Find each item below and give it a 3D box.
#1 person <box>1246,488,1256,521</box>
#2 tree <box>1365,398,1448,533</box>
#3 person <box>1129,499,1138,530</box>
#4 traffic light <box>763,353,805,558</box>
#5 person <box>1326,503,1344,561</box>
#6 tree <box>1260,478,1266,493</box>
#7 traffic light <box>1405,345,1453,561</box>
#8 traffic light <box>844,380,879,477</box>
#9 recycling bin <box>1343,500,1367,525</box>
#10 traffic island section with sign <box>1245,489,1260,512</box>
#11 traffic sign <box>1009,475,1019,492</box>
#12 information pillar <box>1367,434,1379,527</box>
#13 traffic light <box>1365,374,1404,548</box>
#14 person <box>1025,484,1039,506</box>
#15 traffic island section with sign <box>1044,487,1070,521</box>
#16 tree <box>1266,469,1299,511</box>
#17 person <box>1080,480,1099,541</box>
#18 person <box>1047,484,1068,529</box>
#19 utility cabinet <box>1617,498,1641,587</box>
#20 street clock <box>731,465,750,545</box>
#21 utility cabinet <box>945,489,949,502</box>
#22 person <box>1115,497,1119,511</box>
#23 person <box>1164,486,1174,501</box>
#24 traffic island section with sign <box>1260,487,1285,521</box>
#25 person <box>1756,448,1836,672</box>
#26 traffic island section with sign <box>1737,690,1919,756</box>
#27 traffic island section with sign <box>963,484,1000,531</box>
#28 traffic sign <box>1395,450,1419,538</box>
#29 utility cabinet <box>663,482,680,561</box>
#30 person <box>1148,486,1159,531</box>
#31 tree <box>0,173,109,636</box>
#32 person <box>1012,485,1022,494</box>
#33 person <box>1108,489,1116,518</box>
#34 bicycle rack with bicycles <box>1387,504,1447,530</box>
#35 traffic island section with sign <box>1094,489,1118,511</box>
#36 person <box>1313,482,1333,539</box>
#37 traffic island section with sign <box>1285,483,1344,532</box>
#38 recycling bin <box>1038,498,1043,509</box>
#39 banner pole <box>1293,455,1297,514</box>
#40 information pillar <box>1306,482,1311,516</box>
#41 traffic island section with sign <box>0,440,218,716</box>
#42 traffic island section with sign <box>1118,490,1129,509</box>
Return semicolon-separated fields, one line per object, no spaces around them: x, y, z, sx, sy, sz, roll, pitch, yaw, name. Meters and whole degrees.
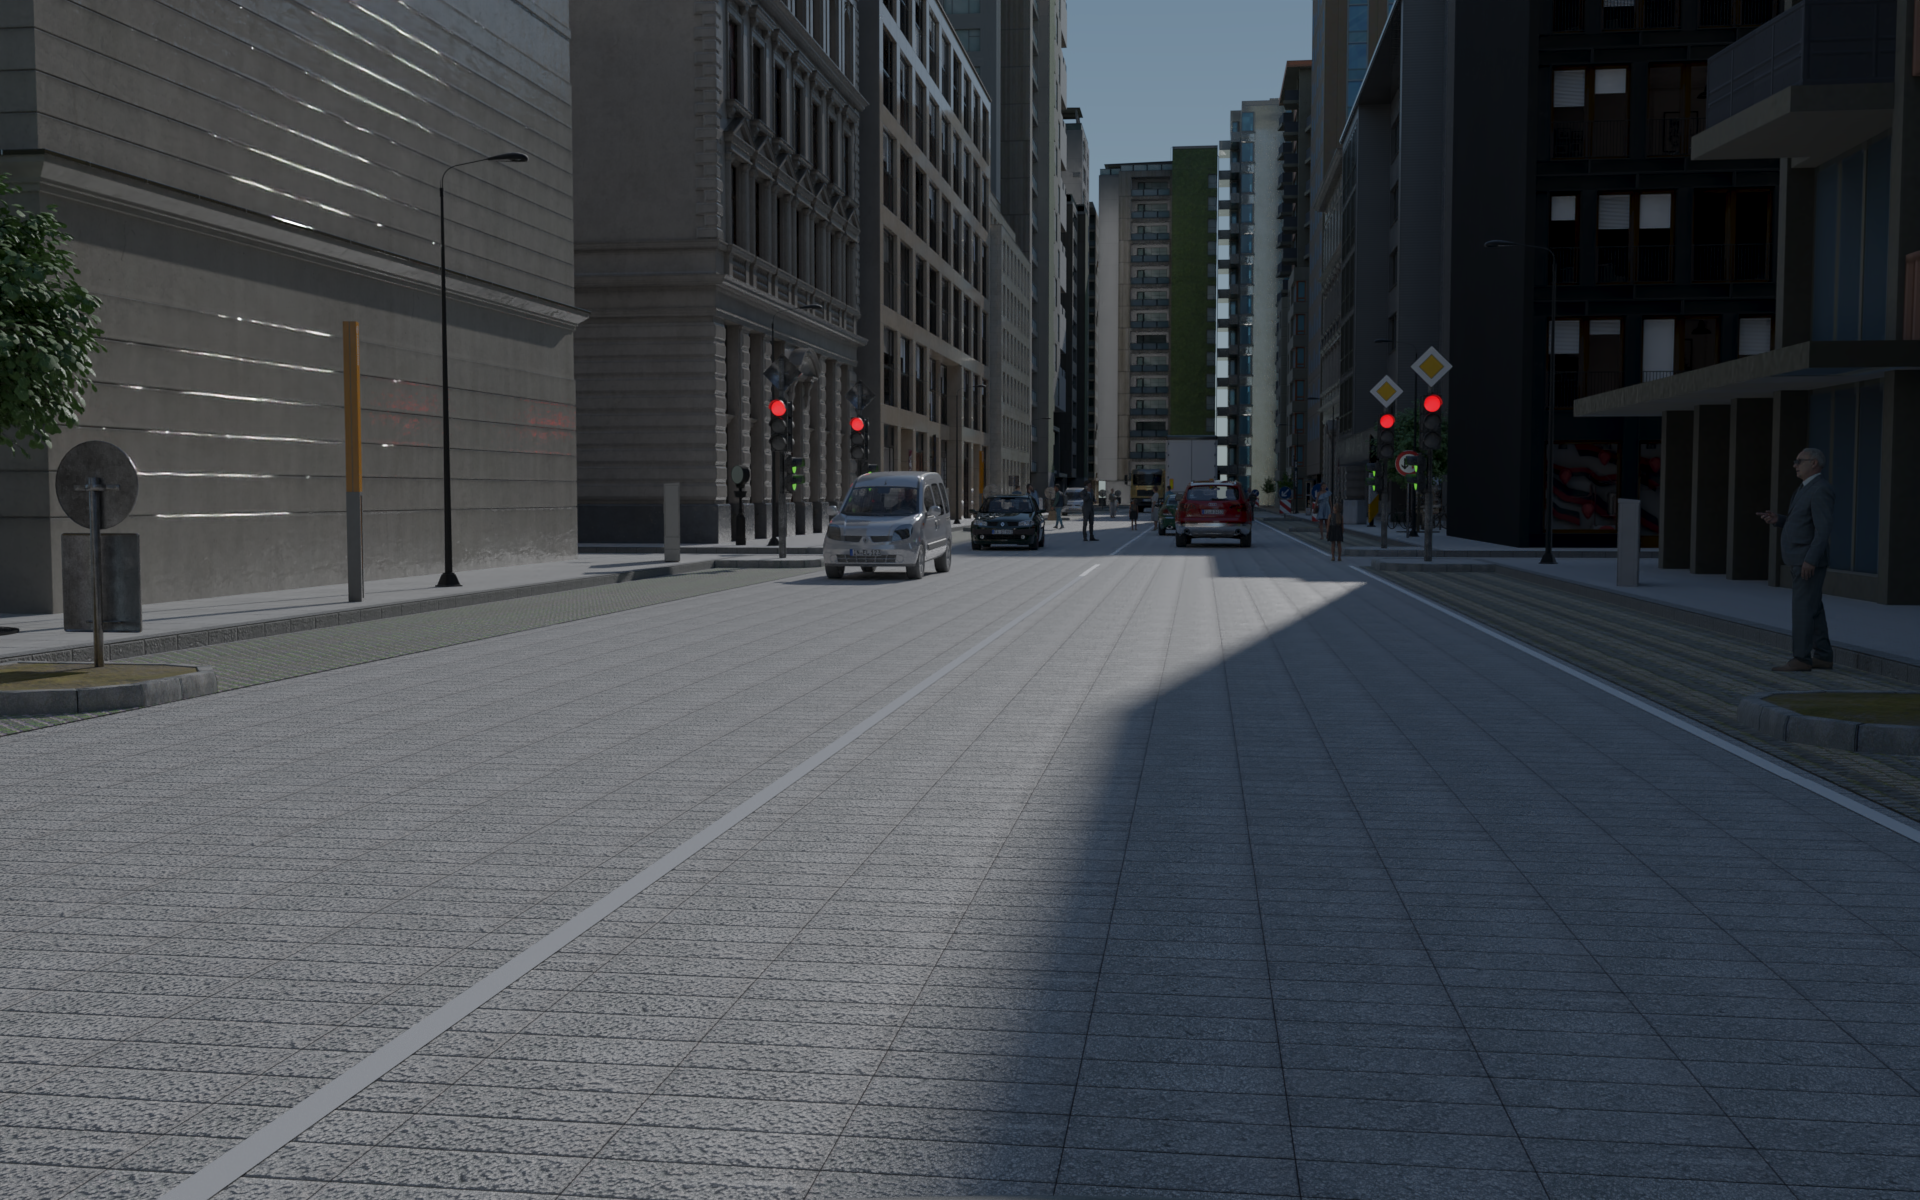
15.484;-5.111;92.468;0.661;1.777;0.834;0;4;-7;person
15.287;-4.544;58.000;4.285;4.588;4.351;0;3;0;tree
6.844;-3.369;68.249;0.362;1.253;0.373;1;4;10;person
-3.540;-2.795;34.612;0.839;4.253;0.868;0;4;8;traffic light
7.999;-1.453;36.928;0.362;1.253;0.373;0;4;5;person
30.006;-10.664;168.955;1.663;3.219;1.824;0;3;0;tree
8.905;-2.690;32.909;0.839;4.253;0.868;0;4;8;traffic light
-2.443;-3.278;42.522;0.839;4.253;0.868;0;4;8;traffic light
16.721;-3.715;73.294;0.722;1.027;0.722;-3;5;-41;recycling bin
24.029;-8.143;141.760;1.989;1.847;2.006;0;4;8;traffic island section with sign
2.948;-5.659;94.651;0.606;2.300;0.079;1;4;15;traffic sign
16.164;-4.668;67.683;0.504;3.616;0.183;-2;4;-33;information pillar
10.002;-3.174;40.819;0.839;4.253;0.868;0;4;8;traffic light
2.479;-3.106;59.551;0.793;1.790;0.793;1;4;15;person
4.933;-5.204;93.718;1.989;1.847;2.006;0;4;8;traffic island section with sign
24.701;-8.379;131.606;1.663;3.219;1.824;0;3;0;tree
3.971;-2.715;52.698;0.655;1.846;0.447;-3;5;-42;person
3.933;-3.761;69.980;0.713;1.824;0.794;3;5;39;person
9.459;-0.814;24.469;0.306;1.237;1.020;1;4;22;utility cabinet
-5.488;-2.370;43.317;0.471;2.002;0.358;3;5;41;street clock
-0.932;-3.687;68.965;0.318;1.500;1.173;3;4;36;utility cabinet
10.467;-6.313;116.393;0.352;1.250;0.332;-1;4;-15;person
9.693;-4.368;79.940;0.660;1.820;0.620;-3;5;-44;person
17.193;-5.121;92.357;1.989;1.847;2.006;0;4;8;traffic island section with sign
6.790;-0.328;14.036;0.590;1.801;0.661;1;4;14;person
5.789;-0.098;10.228;1.989;1.847;2.006;0;4;8;traffic island section with sign
1.223;-3.569;66.989;1.989;1.847;2.006;0;4;8;traffic island section with sign
13.053;-3.078;50.424;0.768;2.556;0.104;1;4;11;traffic sign
-5.513;-1.493;33.085;0.318;1.500;1.173;-1;4;-9;utility cabinet
7.570;-3.597;67.876;0.524;1.755;0.480;1;4;21;person
-9.412;-1.956;15.699;4.285;4.588;4.351;0;3;0;tree
2.407;-3.969;73.421;0.581;1.822;0.654;2;4;34;person
9.046;-5.723;102.617;0.519;1.759;0.362;-3;5;-42;person
16.921;-3.058;63.373;2.925;0.926;2.852;-1;4;-18;bicycle rack with bicycles
11.908;-8.281;144.018;1.989;1.847;2.006;0;4;8;traffic island section with sign
11.436;-2.813;54.582;0.616;1.811;0.778;2;4;23;person
13.463;-3.482;65.554;1.989;1.847;2.006;0;4;8;traffic island section with sign
5.114;-6.394;117.088;0.722;1.027;0.722;-2;4;-28;recycling bin
21.512;-7.414;111.231;0.401;3.779;0.863;0;4;-7;banner pole
20.846;-6.062;103.601;0.304;2.012;0.304;1;4;17;information pillar
-6.388;-0.212;12.094;1.989;1.847;2.006;0;4;8;traffic island section with sign
15.698;-9.954;171.375;1.989;1.847;2.006;0;4;8;traffic island section with sign
